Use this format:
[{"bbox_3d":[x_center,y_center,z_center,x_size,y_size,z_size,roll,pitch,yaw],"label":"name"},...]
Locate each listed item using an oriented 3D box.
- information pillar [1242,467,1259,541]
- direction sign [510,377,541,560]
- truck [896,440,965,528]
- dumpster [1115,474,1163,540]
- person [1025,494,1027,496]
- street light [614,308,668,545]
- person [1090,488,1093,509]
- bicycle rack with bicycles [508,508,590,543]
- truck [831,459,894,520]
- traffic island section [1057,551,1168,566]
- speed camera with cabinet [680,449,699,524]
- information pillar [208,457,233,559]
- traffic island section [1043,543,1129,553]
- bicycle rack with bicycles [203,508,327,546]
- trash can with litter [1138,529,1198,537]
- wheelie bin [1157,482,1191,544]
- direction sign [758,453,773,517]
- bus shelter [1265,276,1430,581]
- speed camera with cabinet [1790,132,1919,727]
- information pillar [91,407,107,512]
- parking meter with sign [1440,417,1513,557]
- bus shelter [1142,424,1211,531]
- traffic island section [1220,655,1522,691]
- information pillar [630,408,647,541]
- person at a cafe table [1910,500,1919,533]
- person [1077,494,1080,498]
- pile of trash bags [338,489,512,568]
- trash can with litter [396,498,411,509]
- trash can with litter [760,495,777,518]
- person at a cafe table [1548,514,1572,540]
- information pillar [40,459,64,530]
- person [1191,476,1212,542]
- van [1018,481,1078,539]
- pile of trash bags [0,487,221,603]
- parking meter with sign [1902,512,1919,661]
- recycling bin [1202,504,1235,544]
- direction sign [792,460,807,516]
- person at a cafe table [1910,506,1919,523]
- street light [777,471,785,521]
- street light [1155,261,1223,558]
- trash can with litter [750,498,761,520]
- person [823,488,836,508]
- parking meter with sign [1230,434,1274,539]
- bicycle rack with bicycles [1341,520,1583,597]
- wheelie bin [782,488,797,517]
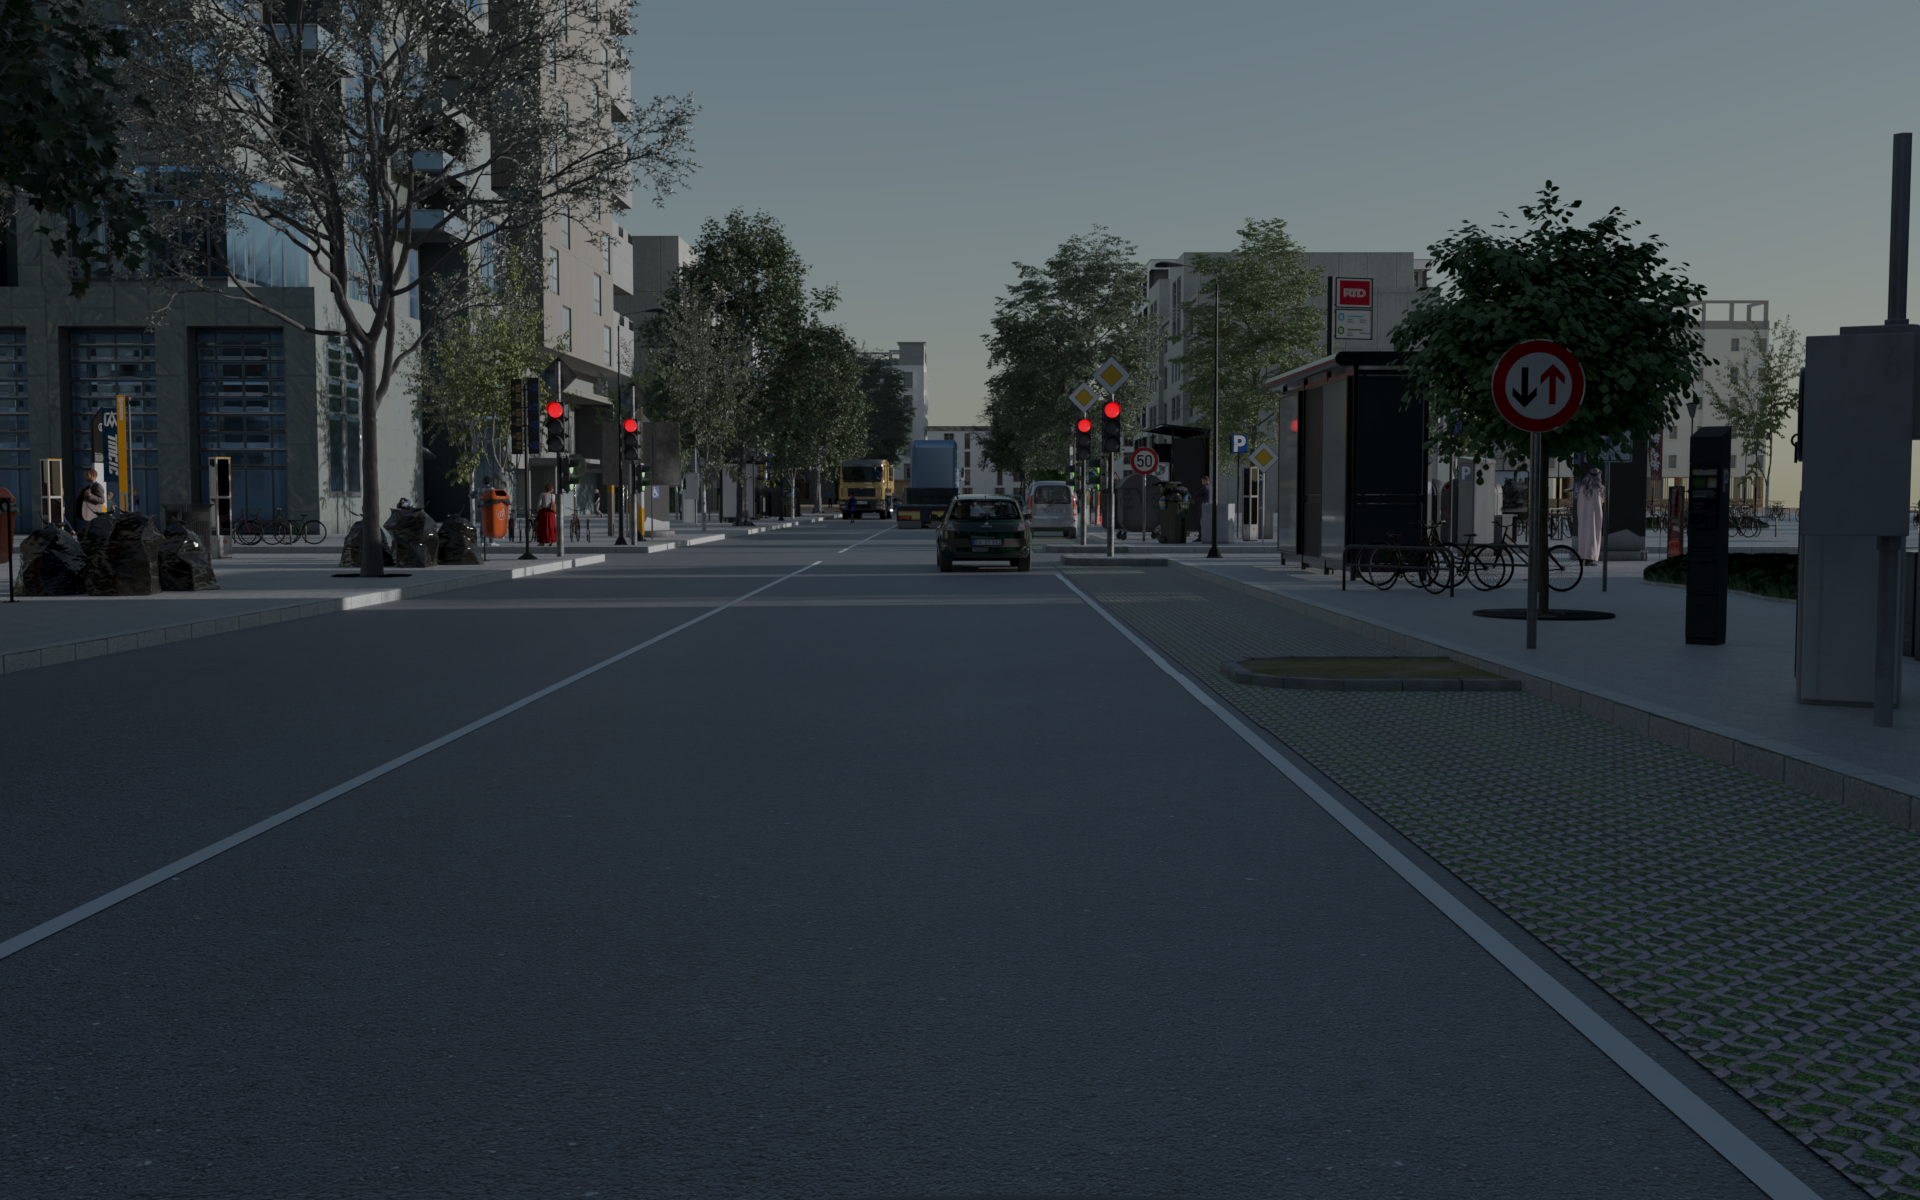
[{"bbox_3d":[7.881,-2.599,46.982,0.304,2.012,0.304,-2,4,-33],"label":"information pillar"},{"bbox_3d":[-8.497,-2.565,33.927,0.876,3.537,0.379,3,4,39],"label":"direction sign"},{"bbox_3d":[-1.314,-5.525,80.085,2.967,4.110,18.799,0,4,0],"label":"truck"},{"bbox_3d":[5.035,-2.615,48.514,1.264,1.857,1.865,0,3,0],"label":"dumpster"},{"bbox_3d":[6.998,-10.249,174.330,1.217,1.735,0.721,1,4,11],"label":"person"},{"bbox_3d":[-7.979,-4.331,43.354,1.470,5.913,1.316,0,3,0],"label":"street light"},{"bbox_3d":[11.244,-8.696,148.308,0.705,1.814,1.350,0,4,-2],"label":"person"},{"bbox_3d":[-10.900,-1.993,45.971,2.852,0.926,2.925,-1,4,-12],"label":"bicycle rack with bicycles"},{"bbox_3d":[-5.332,-6.322,99.288,3.469,3.379,9.791,0,4,1],"label":"truck"},{"bbox_3d":[3.105,-0.809,35.510,2.009,0.180,2.903,0,3,0],"label":"traffic island section"},{"bbox_3d":[-11.809,-4.959,75.412,0.660,3.252,2.038,-1,4,-17],"label":"speed camera with cabinet"},{"bbox_3d":[-14.722,-1.835,34.490,0.304,2.012,0.304,3,5,42],"label":"information pillar"},{"bbox_3d":[3.116,-1.298,43.495,2.009,0.180,2.903,0,3,0],"label":"traffic island section"},{"bbox_3d":[-17.581,-1.870,43.955,2.925,0.926,2.852,0,4,-8],"label":"bicycle rack with bicycles"},{"bbox_3d":[6.530,-2.538,52.546,1.678,1.210,2.233,-2,4,-23],"label":"trash can with litter"},{"bbox_3d":[5.561,-2.258,44.823,0.693,1.594,0.980,3,5,39],"label":"wheelie bin"},{"bbox_3d":[-10.850,-6.397,96.591,0.876,3.537,0.379,-1,4,-19],"label":"direction sign"},{"bbox_3d":[6.583,-3.184,29.690,2.179,5.291,8.768,0,4,0],"label":"bus shelter"},{"bbox_3d":[5.320,-0.976,10.301,0.660,3.252,2.038,2,4,27],"label":"speed camera with cabinet"},{"bbox_3d":[-23.017,-3.362,46.316,0.183,3.616,0.504,0,4,6],"label":"information pillar"},{"bbox_3d":[10.620,-2.400,35.504,1.738,3.016,0.543,-2,4,-34],"label":"parking meter with sign"},{"bbox_3d":[7.572,-4.255,60.852,1.731,3.624,6.357,0,3,0],"label":"bus shelter"},{"bbox_3d":[3.076,0.573,13.493,1.991,0.108,1.994,0,3,0],"label":"traffic island section"},{"bbox_3d":[-8.784,-3.410,47.114,0.504,3.616,0.183,3,4,37],"label":"information pillar"},{"bbox_3d":[31.544,-2.955,56.837,1.622,1.524,1.698,-2,4,-32],"label":"person at a cafe table"},{"bbox_3d":[12.293,-10.760,182.682,0.721,1.735,1.217,-3,5,-40],"label":"person"},{"bbox_3d":[-9.519,-1.341,31.680,1.912,1.369,3.447,2,4,28],"label":"pile of trash bags"},{"bbox_3d":[-11.046,-1.464,34.988,1.678,1.210,2.233,0,4,-6],"label":"trash can with litter"},{"bbox_3d":[-10.585,-4.948,91.953,1.678,1.210,2.233,0,4,-5],"label":"trash can with litter"},{"bbox_3d":[17.203,-2.274,48.036,1.698,1.238,1.726,0,4,-3],"label":"person at a cafe table"},{"bbox_3d":[-19.009,-1.943,36.264,0.304,2.012,0.304,2,4,34],"label":"information pillar"},{"bbox_3d":[6.455,-2.437,46.334,0.568,1.767,0.683,3,4,36],"label":"person"},{"bbox_3d":[2.907,-3.045,56.795,2.013,2.044,4.112,0,4,-1],"label":"van"},{"bbox_3d":[-11.142,-0.744,21.911,1.912,1.369,3.447,1,4,13],"label":"pile of trash bags"},{"bbox_3d":[7.554,-1.020,12.941,0.543,3.016,1.738,0,4,6],"label":"parking meter with sign"},{"bbox_3d":[6.721,-1.989,45.082,0.722,1.027,0.722,1,4,22],"label":"recycling bin"},{"bbox_3d":[-9.541,-6.799,103.153,0.876,3.537,0.379,0,4,-1],"label":"direction sign"},{"bbox_3d":[43.390,-4.080,77.567,1.726,1.238,1.698,1,4,11],"label":"person at a cafe table"},{"bbox_3d":[-8.060,-6.765,83.144,1.470,5.913,1.316,0,3,0],"label":"street light"},{"bbox_3d":[4.584,-3.804,34.734,1.470,5.913,1.316,0,3,0],"label":"street light"},{"bbox_3d":[-10.312,-4.567,86.053,0.624,1.170,1.055,1,4,14],"label":"trash can with litter"},{"bbox_3d":[-12.104,-9.496,161.283,1.348,1.826,0.705,1,4,22],"label":"person"},{"bbox_3d":[8.453,-3.280,49.896,0.543,3.016,1.738,-1,4,-22],"label":"parking meter with sign"},{"bbox_3d":[6.341,-0.588,22.994,2.852,0.926,2.925,-2,4,-35],"label":"bicycle rack with bicycles"},{"bbox_3d":[-9.368,-5.335,95.127,0.693,1.594,0.980,-3,5,-43],"label":"wheelie bin"}]
